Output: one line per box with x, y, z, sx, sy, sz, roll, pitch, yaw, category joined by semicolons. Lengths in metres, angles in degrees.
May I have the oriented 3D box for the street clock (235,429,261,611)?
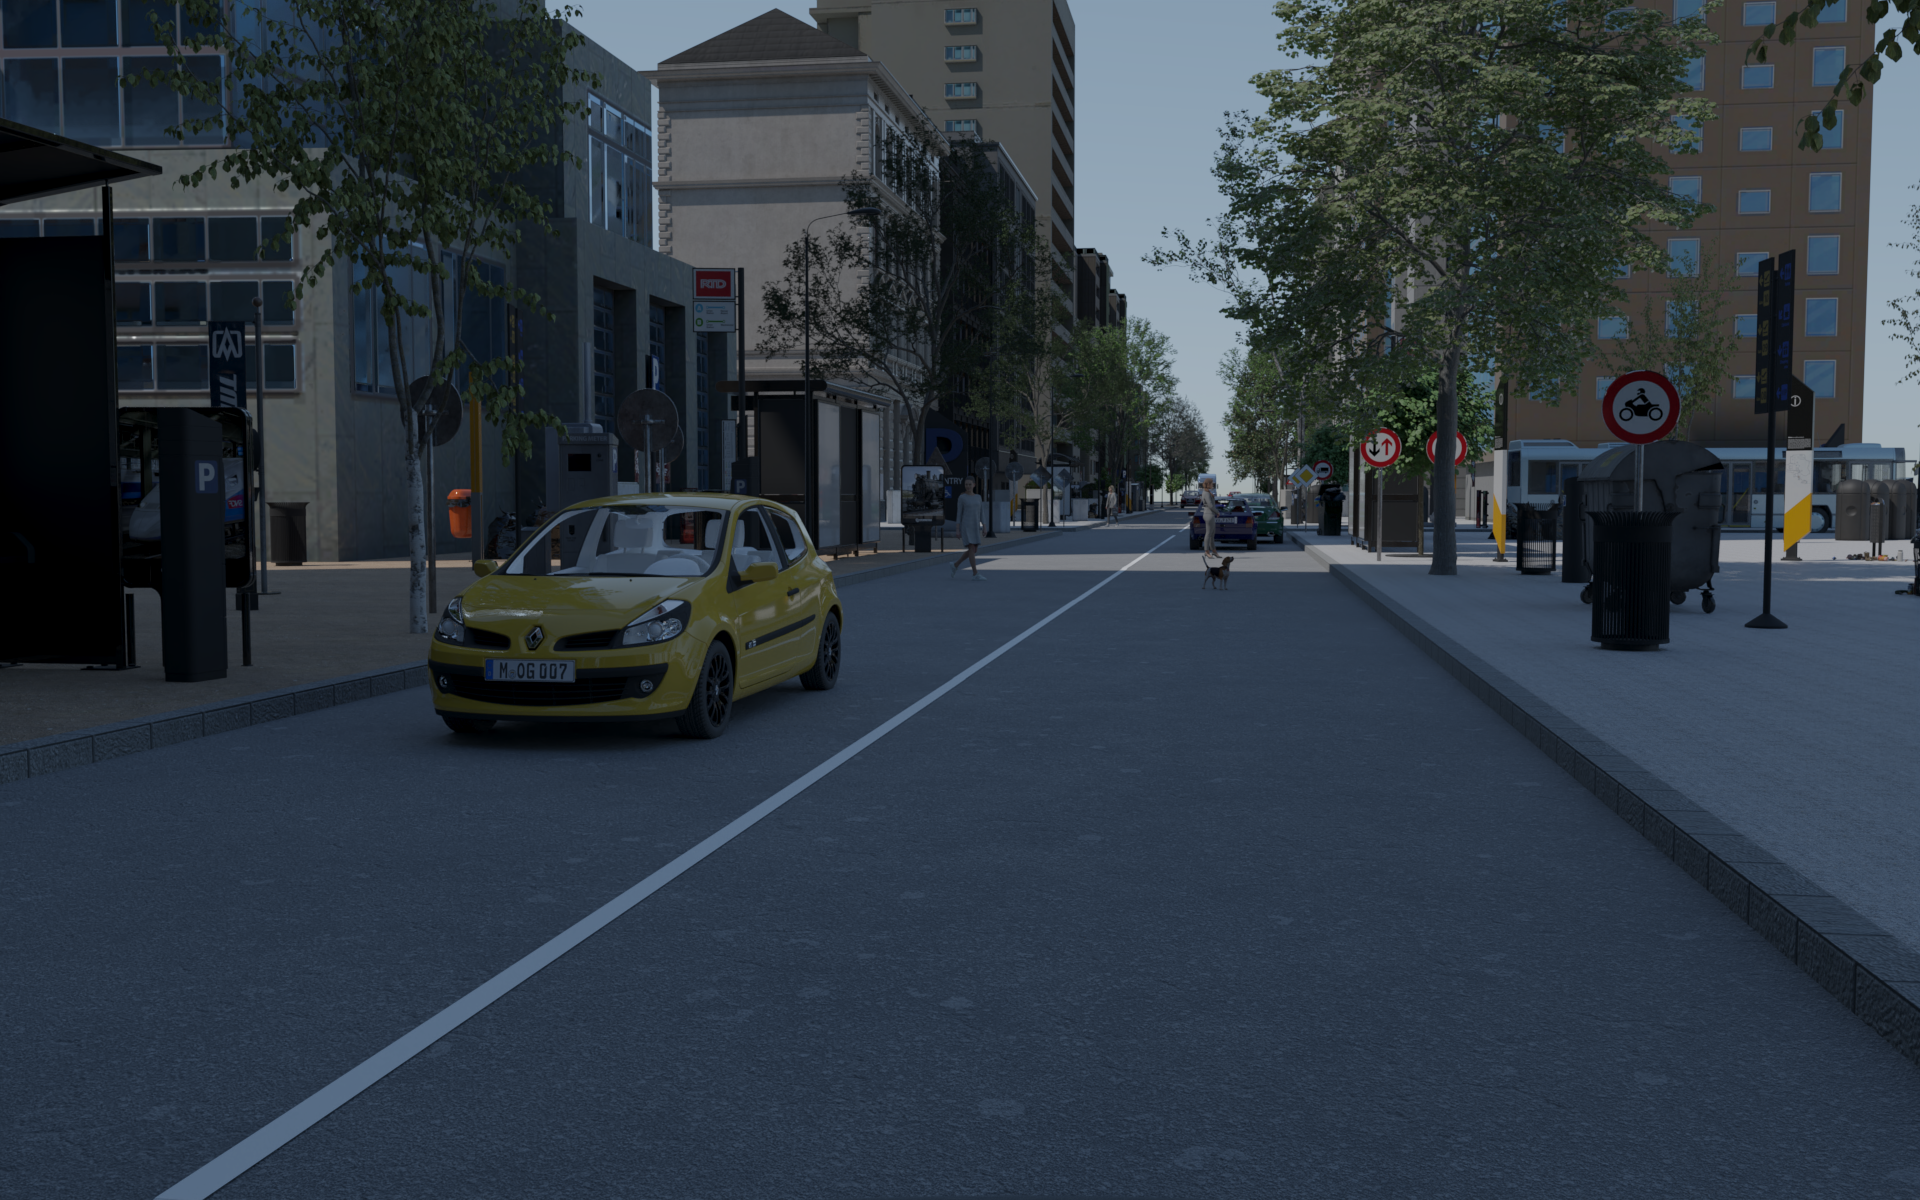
-7.881;-0.888;19.087;0.358;2.002;0.471;-3;5;-41;street clock

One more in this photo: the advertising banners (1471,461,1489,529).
19.521;-4.215;65.110;0.090;3.025;2.074;0;4;-1;advertising banners

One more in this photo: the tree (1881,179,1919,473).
22.390;-5.375;38.252;4.360;8.622;3.978;0;3;0;tree

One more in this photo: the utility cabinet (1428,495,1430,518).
25.798;-5.083;94.272;1.020;1.237;0.306;3;5;44;utility cabinet

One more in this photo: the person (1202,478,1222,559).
5.633;-1.816;38.469;0.573;1.790;0.520;-1;4;-13;person

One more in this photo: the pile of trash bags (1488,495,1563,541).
16.223;-2.343;48.065;1.912;1.369;3.447;-1;4;-15;pile of trash bags

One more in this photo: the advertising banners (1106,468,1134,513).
10.527;-7.265;114.975;2.074;3.025;0.090;0;4;3;advertising banners

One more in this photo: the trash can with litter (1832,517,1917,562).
17.906;-1.388;33.744;1.678;1.210;2.233;1;4;16;trash can with litter

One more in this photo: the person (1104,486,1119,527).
6.668;-4.079;75.373;0.728;1.800;0.709;-2;4;-35;person

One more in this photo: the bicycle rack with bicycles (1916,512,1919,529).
35.968;-3.030;62.925;2.925;0.926;2.852;0;4;-7;bicycle rack with bicycles

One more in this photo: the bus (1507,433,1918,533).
25.611;-3.908;58.752;13.247;3.499;2.948;0;4;7;bus

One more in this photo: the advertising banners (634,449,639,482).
-7.366;-2.599;38.674;0.090;3.025;2.074;0;4;2;advertising banners

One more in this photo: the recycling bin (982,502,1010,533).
1.195;-2.720;57.019;0.722;1.027;0.722;2;4;27;recycling bin

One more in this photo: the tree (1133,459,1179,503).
17.370;-10.596;156.957;4.285;4.588;4.351;0;3;0;tree

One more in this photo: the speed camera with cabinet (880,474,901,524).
-3.101;-4.923;74.825;2.038;3.252;0.660;-2;4;-26;speed camera with cabinet

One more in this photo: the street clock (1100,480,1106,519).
7.238;-5.087;87.736;0.358;2.002;0.471;0;4;2;street clock

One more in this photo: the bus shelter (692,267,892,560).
-3.246;-3.404;33.293;2.179;5.291;8.768;1;4;9;bus shelter

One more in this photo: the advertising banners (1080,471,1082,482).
8.865;-8.140;129.269;0.090;3.025;2.074;1;4;16;advertising banners

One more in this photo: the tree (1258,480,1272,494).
40.193;-14.154;226.014;1.663;3.219;1.824;0;3;0;tree

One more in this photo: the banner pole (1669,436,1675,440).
26.963;-4.624;65.627;0.863;3.779;0.401;-3;5;-43;banner pole

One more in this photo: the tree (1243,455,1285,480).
41.600;-18.612;238.723;8.767;10.594;7.601;-3;5;-42;tree

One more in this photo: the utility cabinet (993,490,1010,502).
2.254;-5.015;90.675;1.173;1.500;0.318;-2;4;-29;utility cabinet

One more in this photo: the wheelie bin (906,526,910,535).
-1.239;-2.810;53.846;0.693;1.594;0.980;2;4;31;wheelie bin

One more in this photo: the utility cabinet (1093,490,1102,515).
8.152;-5.709;102.016;0.318;1.500;1.173;-1;4;-12;utility cabinet

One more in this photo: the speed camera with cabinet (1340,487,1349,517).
21.514;-6.288;97.149;2.038;3.252;0.660;-2;4;-27;speed camera with cabinet

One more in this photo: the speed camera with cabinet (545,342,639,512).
-4.949;-1.777;23.396;0.660;3.252;2.038;1;4;9;speed camera with cabinet

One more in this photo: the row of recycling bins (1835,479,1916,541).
25.683;-2.527;48.428;3.534;1.692;1.069;-3;4;-36;row of recycling bins

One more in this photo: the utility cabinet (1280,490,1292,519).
16.677;-4.862;88.174;0.318;1.500;1.173;2;4;33;utility cabinet

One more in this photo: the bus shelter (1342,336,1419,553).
10.371;-3.923;41.778;2.179;5.291;8.768;1;4;9;bus shelter

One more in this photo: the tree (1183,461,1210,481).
39.901;-22.322;299.375;7.601;10.594;8.767;-2;4;-25;tree

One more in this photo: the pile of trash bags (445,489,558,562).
-8.650;-1.489;34.102;1.912;1.369;3.447;2;4;33;pile of trash bags

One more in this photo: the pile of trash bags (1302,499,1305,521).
17.399;-4.403;81.742;3.447;1.369;1.912;1;4;13;pile of trash bags

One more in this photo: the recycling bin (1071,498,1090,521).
5.682;-4.241;81.889;0.722;1.027;0.722;0;4;4;recycling bin

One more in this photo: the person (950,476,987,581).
0.124;-1.199;28.861;0.760;1.731;0.466;2;4;30;person

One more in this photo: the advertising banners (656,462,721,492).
-6.941;-2.953;44.467;2.074;3.025;0.090;-2;4;-29;advertising banners

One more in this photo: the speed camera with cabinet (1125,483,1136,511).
13.349;-8.636;135.535;0.660;3.252;2.038;1;4;13;speed camera with cabinet

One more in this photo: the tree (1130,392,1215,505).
26.205;-18.527;213.287;12.009;13.543;11.850;0;3;0;tree

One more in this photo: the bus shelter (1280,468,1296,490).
25.788;-8.631;135.041;2.014;3.302;5.546;1;4;9;bus shelter

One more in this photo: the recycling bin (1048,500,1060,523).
4.016;-3.893;76.197;0.722;1.027;0.722;0;4;0;recycling bin

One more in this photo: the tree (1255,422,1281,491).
27.969;-12.551;155.573;4.360;8.622;3.978;0;3;0;tree

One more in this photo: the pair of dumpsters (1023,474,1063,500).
3.882;-4.826;81.401;1.574;2.255;4.437;1;4;9;pair of dumpsters

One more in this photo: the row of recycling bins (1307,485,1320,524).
15.988;-4.267;76.884;1.069;1.692;3.534;1;4;16;row of recycling bins

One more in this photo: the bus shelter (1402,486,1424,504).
12.621;-3.668;51.258;1.731;3.624;6.357;1;4;9;bus shelter

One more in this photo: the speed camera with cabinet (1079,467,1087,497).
9.631;-7.991;124.993;2.038;3.252;0.660;1;4;21;speed camera with cabinet

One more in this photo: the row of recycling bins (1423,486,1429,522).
19.057;-4.011;72.689;1.069;1.692;3.534;1;4;11;row of recycling bins

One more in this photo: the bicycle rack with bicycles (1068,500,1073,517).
5.709;-5.156;97.680;2.852;0.926;2.925;1;4;22;bicycle rack with bicycles

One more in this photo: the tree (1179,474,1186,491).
29.420;-15.485;236.896;4.285;4.588;4.351;0;3;0;tree

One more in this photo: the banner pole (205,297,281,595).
-9.148;-1.961;22.082;0.863;3.779;0.401;0;4;-1;banner pole

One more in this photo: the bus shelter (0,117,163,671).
-7.051;-1.123;9.640;1.731;3.624;6.357;1;4;9;bus shelter

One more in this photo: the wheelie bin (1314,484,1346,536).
11.436;-2.780;53.355;0.980;1.594;0.693;-1;4;-11;wheelie bin

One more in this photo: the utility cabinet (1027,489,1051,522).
3.615;-4.275;78.577;1.173;1.500;0.318;0;4;-3;utility cabinet

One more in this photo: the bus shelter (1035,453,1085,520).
5.101;-5.757;88.049;2.014;3.302;5.546;1;4;9;bus shelter

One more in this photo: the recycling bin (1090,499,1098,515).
7.110;-5.017;94.586;0.722;1.027;0.722;-2;4;-30;recycling bin
